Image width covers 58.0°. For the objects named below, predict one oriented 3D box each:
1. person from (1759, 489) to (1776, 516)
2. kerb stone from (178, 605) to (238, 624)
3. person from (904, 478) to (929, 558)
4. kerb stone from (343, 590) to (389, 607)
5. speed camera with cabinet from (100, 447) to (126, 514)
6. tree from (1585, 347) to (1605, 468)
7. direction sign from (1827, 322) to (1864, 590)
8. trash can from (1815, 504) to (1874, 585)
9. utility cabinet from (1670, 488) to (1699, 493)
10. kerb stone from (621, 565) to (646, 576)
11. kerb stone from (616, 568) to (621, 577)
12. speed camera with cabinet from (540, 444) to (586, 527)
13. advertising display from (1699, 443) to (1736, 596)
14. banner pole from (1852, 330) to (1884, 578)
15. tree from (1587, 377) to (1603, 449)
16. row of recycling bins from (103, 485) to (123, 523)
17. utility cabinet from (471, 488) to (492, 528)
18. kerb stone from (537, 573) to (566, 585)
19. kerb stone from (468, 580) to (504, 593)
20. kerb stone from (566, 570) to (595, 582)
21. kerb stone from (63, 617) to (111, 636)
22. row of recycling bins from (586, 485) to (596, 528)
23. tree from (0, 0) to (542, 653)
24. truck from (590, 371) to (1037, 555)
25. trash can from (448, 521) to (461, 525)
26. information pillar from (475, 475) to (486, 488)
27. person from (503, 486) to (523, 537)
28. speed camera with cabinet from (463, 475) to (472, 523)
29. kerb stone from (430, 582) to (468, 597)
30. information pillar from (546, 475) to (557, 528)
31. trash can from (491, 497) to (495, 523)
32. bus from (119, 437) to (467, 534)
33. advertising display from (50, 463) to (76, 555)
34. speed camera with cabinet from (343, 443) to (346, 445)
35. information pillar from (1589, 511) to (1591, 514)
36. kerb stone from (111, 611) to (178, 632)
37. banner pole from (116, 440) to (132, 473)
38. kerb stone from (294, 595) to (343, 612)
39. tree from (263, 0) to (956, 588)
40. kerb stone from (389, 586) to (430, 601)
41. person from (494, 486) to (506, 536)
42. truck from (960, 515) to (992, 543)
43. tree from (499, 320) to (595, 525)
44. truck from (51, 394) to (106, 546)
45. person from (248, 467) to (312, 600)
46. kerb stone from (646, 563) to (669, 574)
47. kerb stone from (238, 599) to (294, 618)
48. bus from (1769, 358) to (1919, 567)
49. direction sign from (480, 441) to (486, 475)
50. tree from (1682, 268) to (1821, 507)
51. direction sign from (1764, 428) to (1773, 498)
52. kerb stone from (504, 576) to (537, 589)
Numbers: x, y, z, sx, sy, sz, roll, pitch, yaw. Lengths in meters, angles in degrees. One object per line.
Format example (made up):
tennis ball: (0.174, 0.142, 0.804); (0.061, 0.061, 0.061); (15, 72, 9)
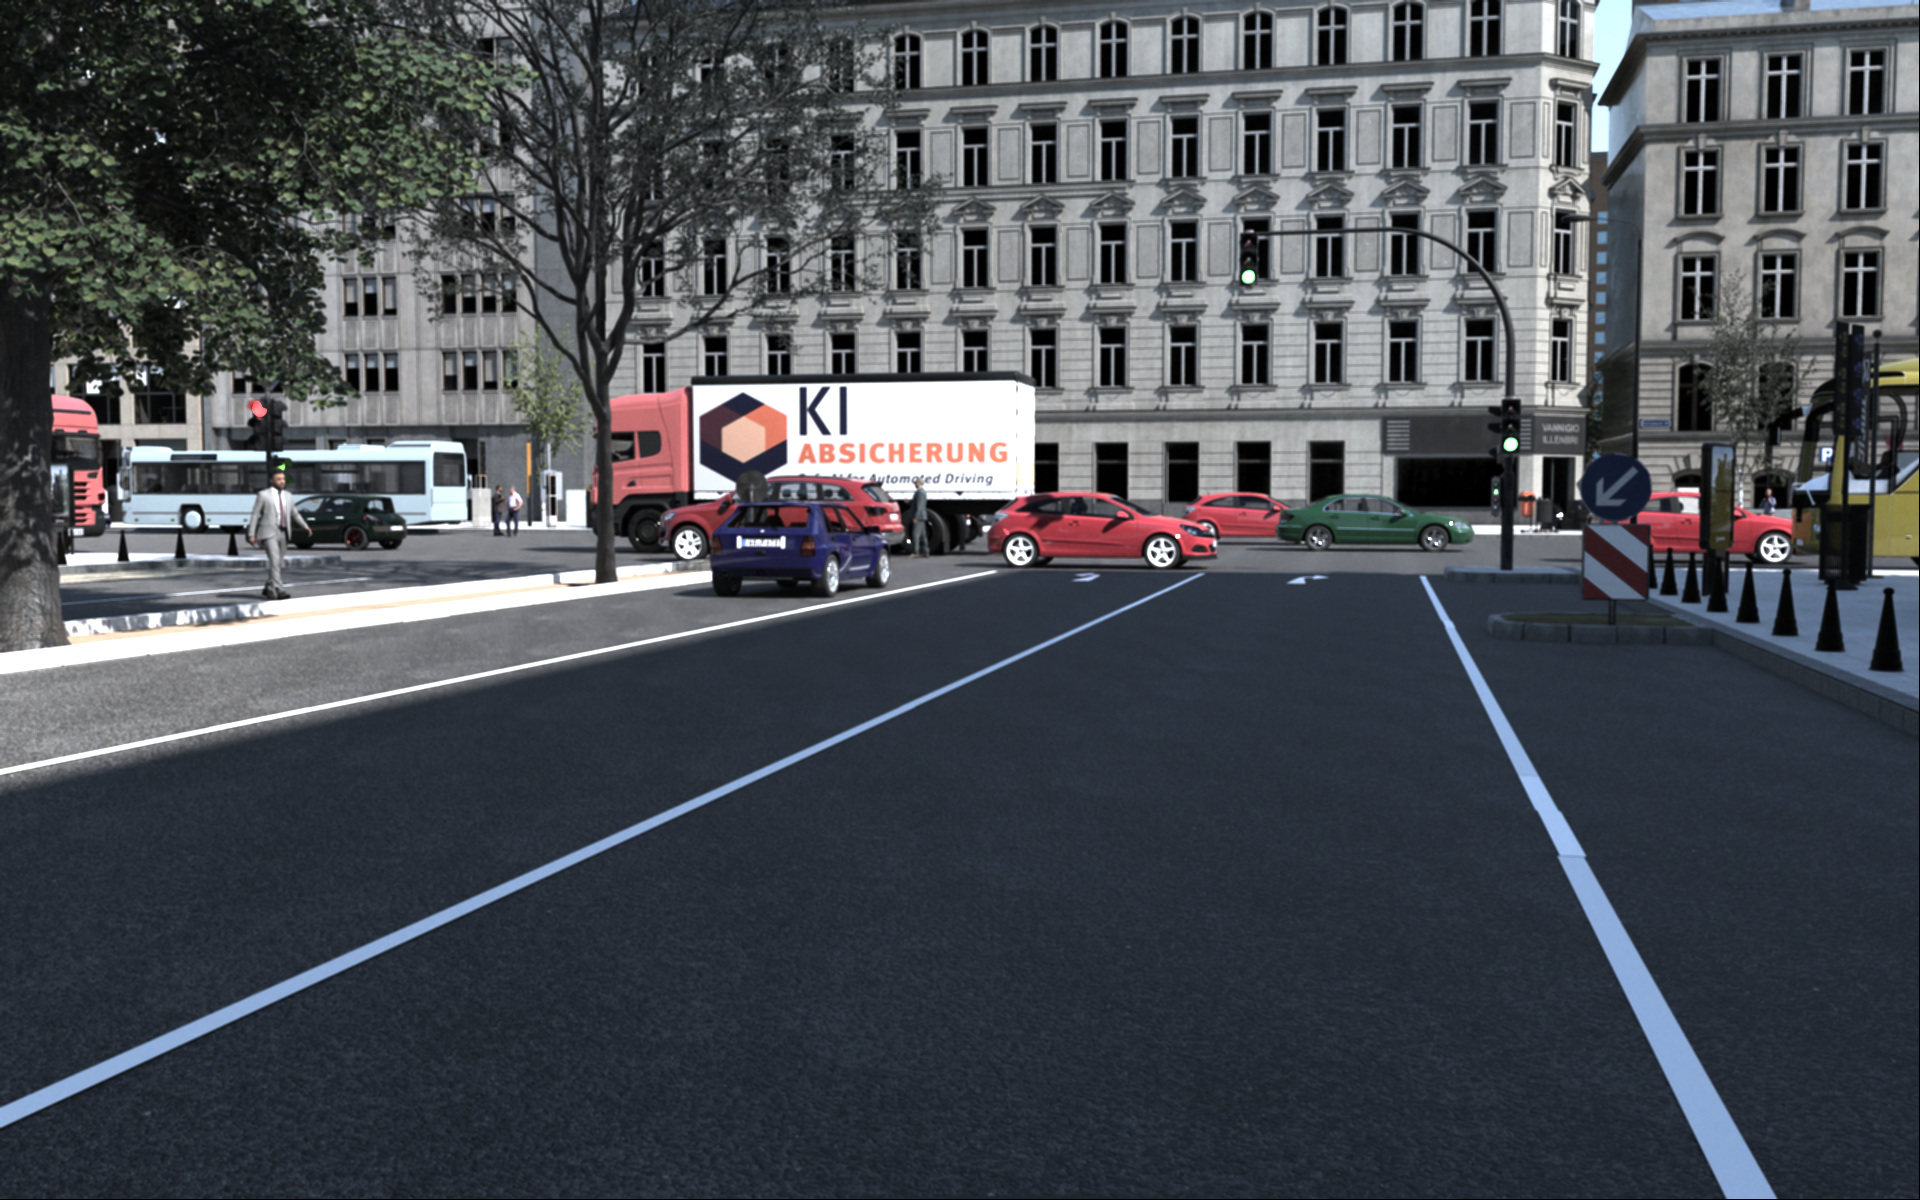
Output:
person: (23.016, -2.370, 49.314); (0.319, 1.574, 0.516); (-1, 4, -22)
kerb stone: (-8.483, 0.176, 19.390); (0.120, 0.150, 1.000); (1, 4, 14)
person: (-0.992, -1.856, 39.019); (0.590, 1.801, 0.661); (0, 4, 7)
kerb stone: (-7.752, -0.010, 22.390); (0.120, 0.150, 1.000); (1, 4, 14)
speed camera with cabinet: (-35.413, -4.747, 71.956); (2.038, 3.252, 0.660); (-2, 4, -30)
tree: (31.677, -8.410, 87.867); (4.737, 8.622, 4.395); (0, 3, 0)
direction sign: (11.840, -1.904, 23.131); (0.876, 3.537, 0.379); (-3, 5, -43)
trash can: (12.533, -0.790, 24.571); (0.748, 1.137, 0.748); (0, 3, 0)
utility cabinet: (24.904, -3.113, 59.579); (1.173, 1.500, 0.318); (-2, 4, -32)
kerb stone: (-5.822, -0.501, 30.385); (0.120, 0.150, 1.000); (1, 4, 14)
kerb stone: (-6.063, -0.437, 29.388); (0.120, 0.150, 1.000); (1, 4, 14)
speed camera with cabinet: (-15.364, -4.494, 67.814); (2.038, 3.252, 0.660); (1, 4, 14)
advertising display: (9.656, -1.032, 22.087); (0.123, 1.923, 0.974); (3, 5, 41)
banner pole: (13.970, -2.244, 26.700); (0.401, 3.779, 0.863); (0, 4, 2)
tree: (38.310, -9.225, 101.185); (4.360, 8.622, 3.978); (0, 3, 0)
row of recycling bins: (-38.880, -4.281, 77.108); (1.069, 1.692, 3.534); (3, 4, 37)
utility cabinet: (-18.076, -3.475, 65.497); (0.318, 1.500, 1.173); (0, 4, 7)
kerb stone: (-6.550, -0.318, 27.391); (0.120, 0.150, 1.000); (1, 4, 14)
kerb stone: (-7.028, -0.195, 25.385); (0.120, 0.150, 1.000); (1, 4, 14)
kerb stone: (-6.308, -0.379, 28.388); (0.120, 0.150, 1.000); (1, 4, 14)
kerb stone: (-8.961, 0.295, 17.392); (0.120, 0.150, 1.000); (1, 4, 14)
row of recycling bins: (-13.066, -3.519, 64.654); (1.069, 1.692, 3.534); (-2, 4, -29)
tree: (-8.527, -6.506, 15.491); (9.857, 13.997, 8.962); (0, 3, 0)
truck: (-3.911, -3.237, 41.845); (11.283, 4.237, 2.839); (1, 4, 13)
trash can: (-21.309, -3.744, 72.867); (0.748, 1.137, 0.748); (0, 3, 0)
information pillar: (-18.495, -3.816, 66.877); (0.304, 2.012, 0.304); (2, 4, 33)
person: (-15.030, -2.978, 58.127); (0.436, 1.711, 0.756); (-3, 5, -42)
speed camera with cabinet: (-22.530, -5.009, 76.226); (2.038, 3.252, 0.660); (-3, 5, -44)
kerb stone: (-7.273, -0.129, 24.387); (0.120, 0.150, 1.000); (1, 4, 14)
information pillar: (-15.566, -3.762, 65.994); (0.304, 2.012, 0.304); (-3, 4, -38)
trash can: (-21.082, -4.067, 78.145); (0.748, 1.137, 0.748); (0, 3, 0)
bus: (-24.495, -4.142, 62.576); (13.247, 3.499, 2.948); (1, 4, 12)
advertising display: (-19.115, -1.933, 36.825); (0.974, 1.923, 0.123); (3, 4, 37)
speed camera with cabinet: (-24.278, -4.443, 66.982); (2.038, 3.252, 0.660); (3, 5, 43)
information pillar: (39.486, -6.385, 108.884); (0.304, 2.012, 0.304); (-1, 4, -19)
kerb stone: (-8.718, 0.236, 18.391); (0.120, 0.150, 1.000); (1, 4, 14)
banner pole: (-39.196, -5.576, 81.189); (0.401, 3.779, 0.863); (3, 5, 44)
kerb stone: (-7.992, 0.049, 21.392); (0.120, 0.150, 1.000); (1, 4, 14)
tree: (-5.443, -6.927, 26.090); (12.009, 13.543, 11.850); (0, 3, 0)
kerb stone: (-7.518, -0.073, 23.390); (0.120, 0.150, 1.000); (1, 4, 14)
person: (-15.859, -3.083, 59.733); (0.431, 1.722, 0.655); (0, 4, -6)
truck: (-3.695, -3.326, 50.296); (9.791, 3.379, 3.469); (1, 4, 12)
tree: (-17.305, -7.481, 72.679); (4.737, 8.622, 4.395); (0, 3, 0)
truck: (-25.808, -3.261, 42.229); (11.283, 4.237, 2.839); (1, 4, 14)
person: (-9.240, -0.895, 23.412); (0.850, 1.792, 0.678); (3, 4, 36)
kerb stone: (-5.580, -0.558, 31.383); (0.120, 0.150, 1.000); (1, 4, 14)
kerb stone: (-8.227, 0.111, 20.388); (0.120, 0.150, 1.000); (1, 4, 14)
bus: (20.965, -2.356, 30.069); (12.252, 3.916, 2.896); (1, 4, 13)
direction sign: (-20.572, -5.061, 74.737); (0.379, 3.537, 0.876); (0, 4, -3)
tree: (25.331, -6.455, 55.906); (4.360, 8.622, 3.978); (0, 3, 0)
direction sign: (27.802, -4.135, 59.605); (0.379, 3.537, 0.876); (1, 4, 11)
kerb stone: (-6.782, -0.248, 26.389); (0.120, 0.150, 1.000); (1, 4, 14)
